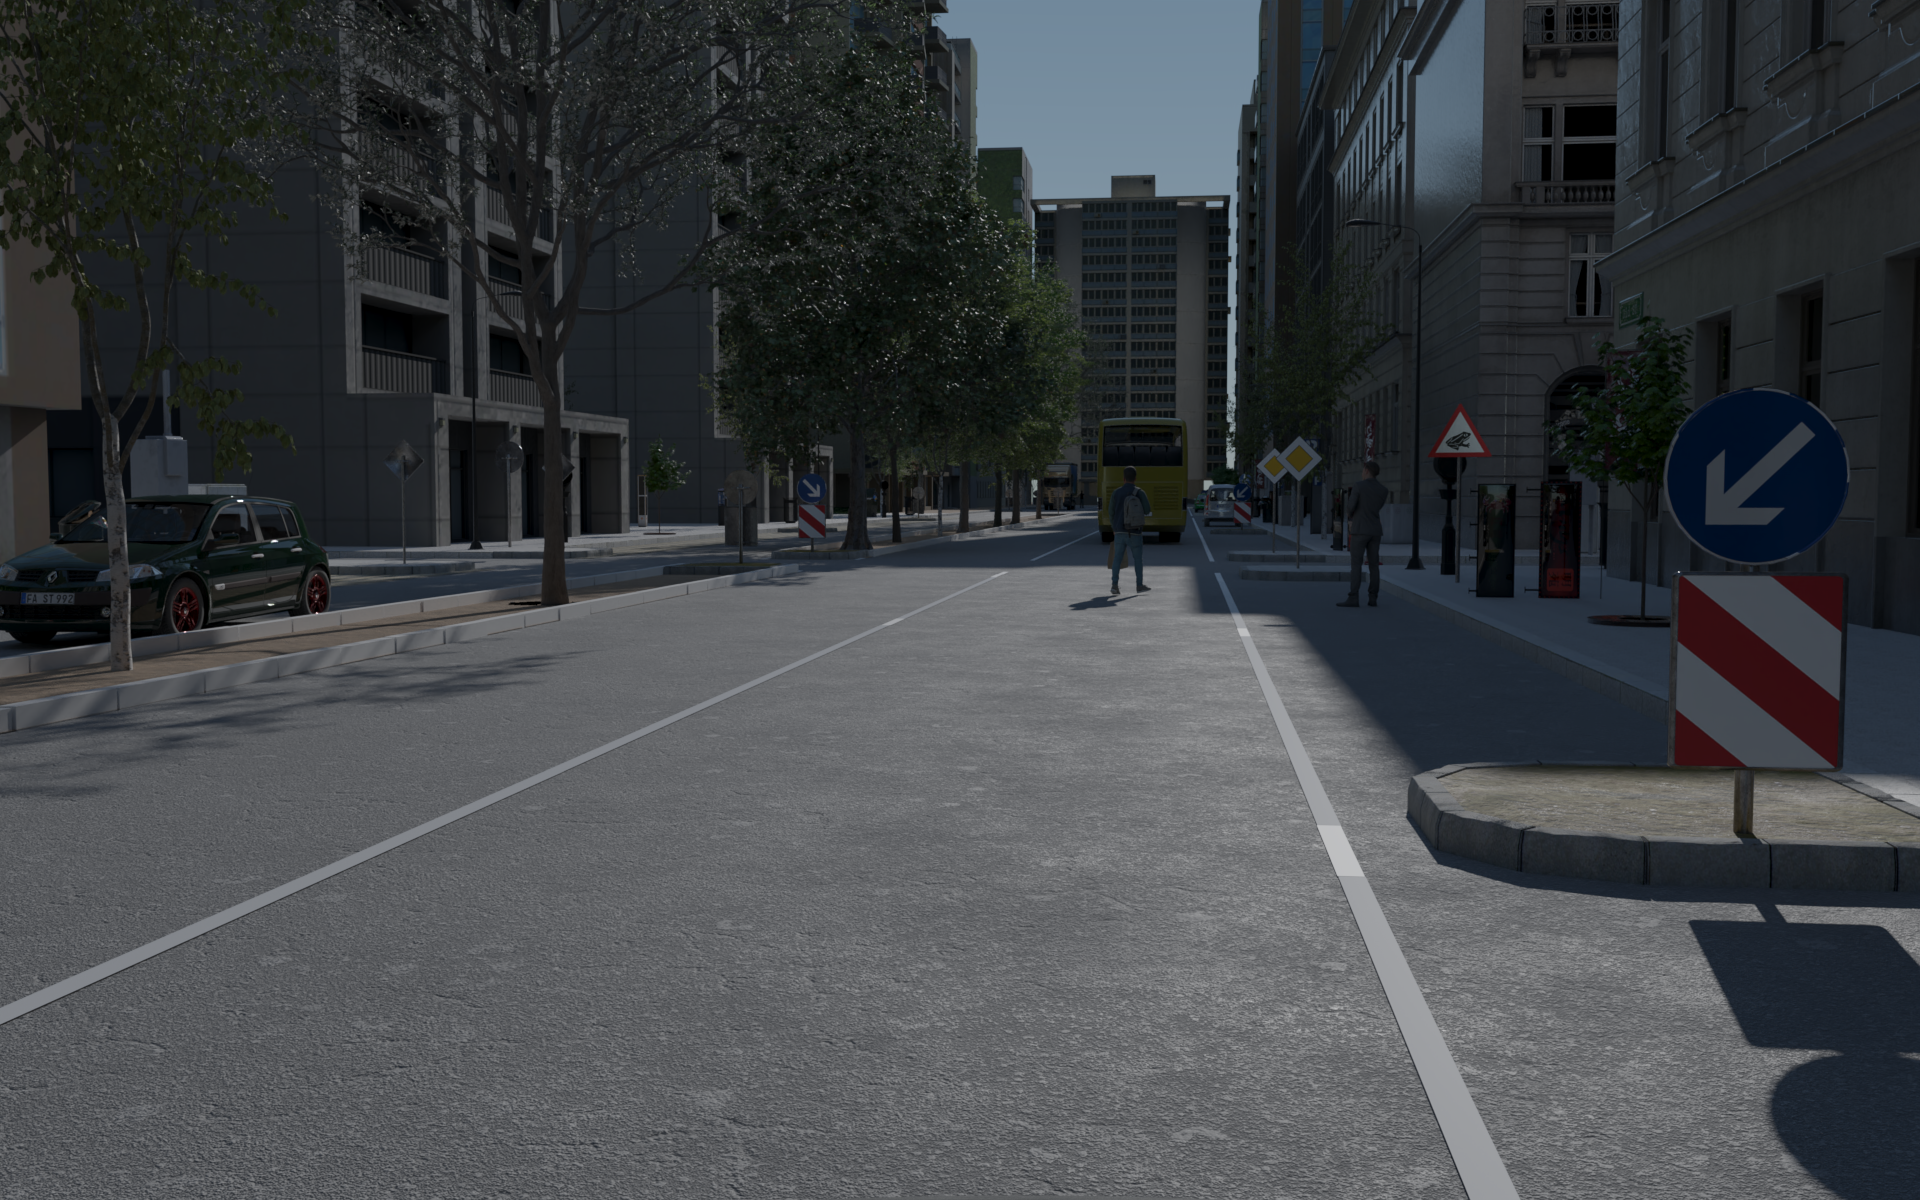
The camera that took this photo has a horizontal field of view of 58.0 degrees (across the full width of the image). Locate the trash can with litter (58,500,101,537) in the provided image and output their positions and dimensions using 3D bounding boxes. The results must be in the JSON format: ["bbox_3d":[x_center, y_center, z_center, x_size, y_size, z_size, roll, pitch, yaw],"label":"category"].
[{"bbox_3d":[-16.162,-1.233,31.548,1.055,1.170,0.624,1,4,17],"label":"trash can with litter"}]

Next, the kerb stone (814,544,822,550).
[{"bbox_3d":[-3.670,-1.288,43.291,0.120,0.150,1.000,0,4,7],"label":"kerb stone"}]

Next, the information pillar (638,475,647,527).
[{"bbox_3d":[-12.312,-3.834,67.178,0.304,2.012,0.304,0,4,3],"label":"information pillar"}]

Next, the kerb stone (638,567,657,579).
[{"bbox_3d":[-5.427,-0.445,29.547,0.120,0.150,1.000,0,4,7],"label":"kerb stone"}]

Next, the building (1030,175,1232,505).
[{"bbox_3d":[21.206,-31.916,213.715,23.993,40.220,32.217,0,4,7],"label":"building"}]

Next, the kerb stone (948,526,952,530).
[{"bbox_3d":[-0.539,-2.784,67.720,0.120,0.150,1.000,0,4,7],"label":"kerb stone"}]

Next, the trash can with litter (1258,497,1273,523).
[{"bbox_3d":[13.865,-4.034,77.348,1.055,1.170,0.624,-3,5,-39],"label":"trash can with litter"}]

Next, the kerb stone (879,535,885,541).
[{"bbox_3d":[-2.487,-1.847,52.445,0.120,0.150,1.000,0,4,7],"label":"kerb stone"}]

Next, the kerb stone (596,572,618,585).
[{"bbox_3d":[-5.689,-0.326,27.520,0.120,0.150,1.000,0,4,7],"label":"kerb stone"}]

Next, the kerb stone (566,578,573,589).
[{"bbox_3d":[-5.960,-0.200,25.475,0.120,0.150,1.000,0,4,7],"label":"kerb stone"}]

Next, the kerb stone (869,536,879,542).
[{"bbox_3d":[-2.626,-1.786,51.424,0.120,0.150,1.000,0,4,7],"label":"kerb stone"}]

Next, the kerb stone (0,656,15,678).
[{"bbox_3d":[-7.519,0.548,13.267,0.120,0.150,1.000,0,4,7],"label":"kerb stone"}]

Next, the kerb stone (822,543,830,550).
[{"bbox_3d":[-3.542,-1.347,44.305,0.120,0.150,1.000,0,4,7],"label":"kerb stone"}]

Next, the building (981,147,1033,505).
[{"bbox_3d":[1.249,-32.061,207.785,14.086,41.232,14.154,0,4,7],"label":"building"}]

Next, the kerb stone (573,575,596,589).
[{"bbox_3d":[-5.828,-0.263,26.498,0.120,0.150,1.000,0,4,7],"label":"kerb stone"}]

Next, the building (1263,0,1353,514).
[{"bbox_3d":[28.154,-28.611,117.898,14.600,45.320,14.200,0,4,7],"label":"building"}]

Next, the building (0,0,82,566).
[{"bbox_3d":[-22.724,-22.748,22.040,14.200,45.320,14.600,0,4,7],"label":"building"}]

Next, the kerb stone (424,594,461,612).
[{"bbox_3d":[-6.472,0.048,21.411,0.120,0.150,1.000,0,4,7],"label":"kerb stone"}]

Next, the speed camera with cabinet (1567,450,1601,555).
[{"bbox_3d":[13.419,-2.623,37.216,0.660,3.252,2.038,1,4,22],"label":"speed camera with cabinet"}]

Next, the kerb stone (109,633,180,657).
[{"bbox_3d":[-7.257,0.422,15.303,0.120,0.150,1.000,0,4,7],"label":"kerb stone"}]

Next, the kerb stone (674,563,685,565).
[{"bbox_3d":[-5.172,-0.575,31.591,0.120,0.150,1.000,0,4,7],"label":"kerb stone"}]

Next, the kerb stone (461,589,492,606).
[{"bbox_3d":[-6.346,-0.012,22.429,0.120,0.150,1.000,0,4,7],"label":"kerb stone"}]

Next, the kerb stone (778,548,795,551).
[{"bbox_3d":[-4.052,-1.102,40.238,0.120,0.150,1.000,0,4,7],"label":"kerb stone"}]

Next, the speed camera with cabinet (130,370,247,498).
[{"bbox_3d":[-12.608,-2.081,28.358,0.660,3.252,2.038,1,4,17],"label":"speed camera with cabinet"}]

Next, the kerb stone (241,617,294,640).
[{"bbox_3d":[-7.003,0.304,17.342,0.120,0.150,1.000,0,4,7],"label":"kerb stone"}]

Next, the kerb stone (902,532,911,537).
[{"bbox_3d":[-1.836,-2.162,57.539,0.120,0.150,1.000,0,4,7],"label":"kerb stone"}]

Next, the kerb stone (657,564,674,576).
[{"bbox_3d":[-5.304,-0.512,30.564,0.120,0.150,1.000,0,4,7],"label":"kerb stone"}]

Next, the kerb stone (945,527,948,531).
[{"bbox_3d":[-0.670,-2.720,66.704,0.120,0.150,1.000,0,4,7],"label":"kerb stone"}]

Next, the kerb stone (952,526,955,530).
[{"bbox_3d":[-0.408,-2.838,68.739,0.120,0.150,1.000,0,4,7],"label":"kerb stone"}]

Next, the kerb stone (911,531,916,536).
[{"bbox_3d":[-1.710,-2.224,58.553,0.120,0.150,1.000,0,4,7],"label":"kerb stone"}]

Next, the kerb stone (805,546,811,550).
[{"bbox_3d":[-3.801,-1.221,42.277,0.120,0.150,1.000,0,4,7],"label":"kerb stone"}]

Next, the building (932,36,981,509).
[{"bbox_3d":[-6.253,-28.631,151.708,14.154,41.232,14.086,0,4,7],"label":"building"}]

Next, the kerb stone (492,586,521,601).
[{"bbox_3d":[-6.218,-0.076,23.443,0.120,0.150,1.000,0,4,7],"label":"kerb stone"}]

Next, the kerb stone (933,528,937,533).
[{"bbox_3d":[-1.062,-2.530,63.649,0.120,0.150,1.000,0,4,7],"label":"kerb stone"}]

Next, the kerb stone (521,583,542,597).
[{"bbox_3d":[-6.089,-0.137,24.461,0.120,0.150,1.000,0,4,7],"label":"kerb stone"}]

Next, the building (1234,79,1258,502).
[{"bbox_3d":[43.493,-35.561,205.127,21.600,48.544,21.300,0,4,7],"label":"building"}]

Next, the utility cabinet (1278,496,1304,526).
[{"bbox_3d":[13.458,-3.624,70.417,1.020,1.237,0.306,-1,4,-20],"label":"utility cabinet"}]

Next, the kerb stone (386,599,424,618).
[{"bbox_3d":[-6.613,0.111,20.399,0.120,0.150,1.000,0,4,7],"label":"kerb stone"}]

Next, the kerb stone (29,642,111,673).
[{"bbox_3d":[-7.385,0.484,14.280,0.120,0.150,1.000,0,4,7],"label":"kerb stone"}]

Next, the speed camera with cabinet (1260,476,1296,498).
[{"bbox_3d":[16.697,-5.906,90.895,0.660,3.252,2.038,-3,5,-39],"label":"speed camera with cabinet"}]

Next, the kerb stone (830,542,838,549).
[{"bbox_3d":[-3.410,-1.414,45.319,0.120,0.150,1.000,0,4,7],"label":"kerb stone"}]

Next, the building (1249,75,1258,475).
[{"bbox_3d":[39.956,-33.506,167.425,23.786,49.044,30.456,0,4,7],"label":"building"}]

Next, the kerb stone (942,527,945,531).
[{"bbox_3d":[-0.803,-2.660,65.681,0.120,0.150,1.000,0,4,7],"label":"kerb stone"}]

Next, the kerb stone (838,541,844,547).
[{"bbox_3d":[-3.281,-1.477,46.338,0.120,0.150,1.000,0,4,7],"label":"kerb stone"}]

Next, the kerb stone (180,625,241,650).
[{"bbox_3d":[-7.125,0.361,16.322,0.120,0.150,1.000,0,4,7],"label":"kerb stone"}]

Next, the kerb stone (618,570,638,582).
[{"bbox_3d":[-5.557,-0.388,28.533,0.120,0.150,1.000,0,4,7],"label":"kerb stone"}]

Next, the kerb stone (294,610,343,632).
[{"bbox_3d":[-6.869,0.236,18.362,0.120,0.150,1.000,0,4,7],"label":"kerb stone"}]

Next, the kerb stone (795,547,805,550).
[{"bbox_3d":[-3.931,-1.166,41.253,0.120,0.150,1.000,0,4,7],"label":"kerb stone"}]

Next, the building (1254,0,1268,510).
[{"bbox_3d":[32.042,-28.293,146.177,14.154,41.232,14.086,0,4,7],"label":"building"}]

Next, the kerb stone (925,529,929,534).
[{"bbox_3d":[-1.314,-2.407,61.605,0.120,0.150,1.000,0,4,7],"label":"kerb stone"}]

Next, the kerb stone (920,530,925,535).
[{"bbox_3d":[-1.444,-2.348,60.584,0.120,0.150,1.000,0,4,7],"label":"kerb stone"}]

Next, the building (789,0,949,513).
[{"bbox_3d":[-12.786,-29.089,130.226,22.147,44.769,28.867,0,4,7],"label":"building"}]

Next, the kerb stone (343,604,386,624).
[{"bbox_3d":[-6.735,0.172,19.384,0.120,0.150,1.000,0,4,7],"label":"kerb stone"}]

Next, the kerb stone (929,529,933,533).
[{"bbox_3d":[-1.192,-2.464,62.621,0.120,0.150,1.000,0,4,7],"label":"kerb stone"}]

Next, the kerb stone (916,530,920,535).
[{"bbox_3d":[-1.589,-2.286,59.568,0.120,0.150,1.000,0,4,7],"label":"kerb stone"}]

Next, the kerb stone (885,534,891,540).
[{"bbox_3d":[-2.363,-1.908,53.469,0.120,0.150,1.000,0,4,7],"label":"kerb stone"}]
